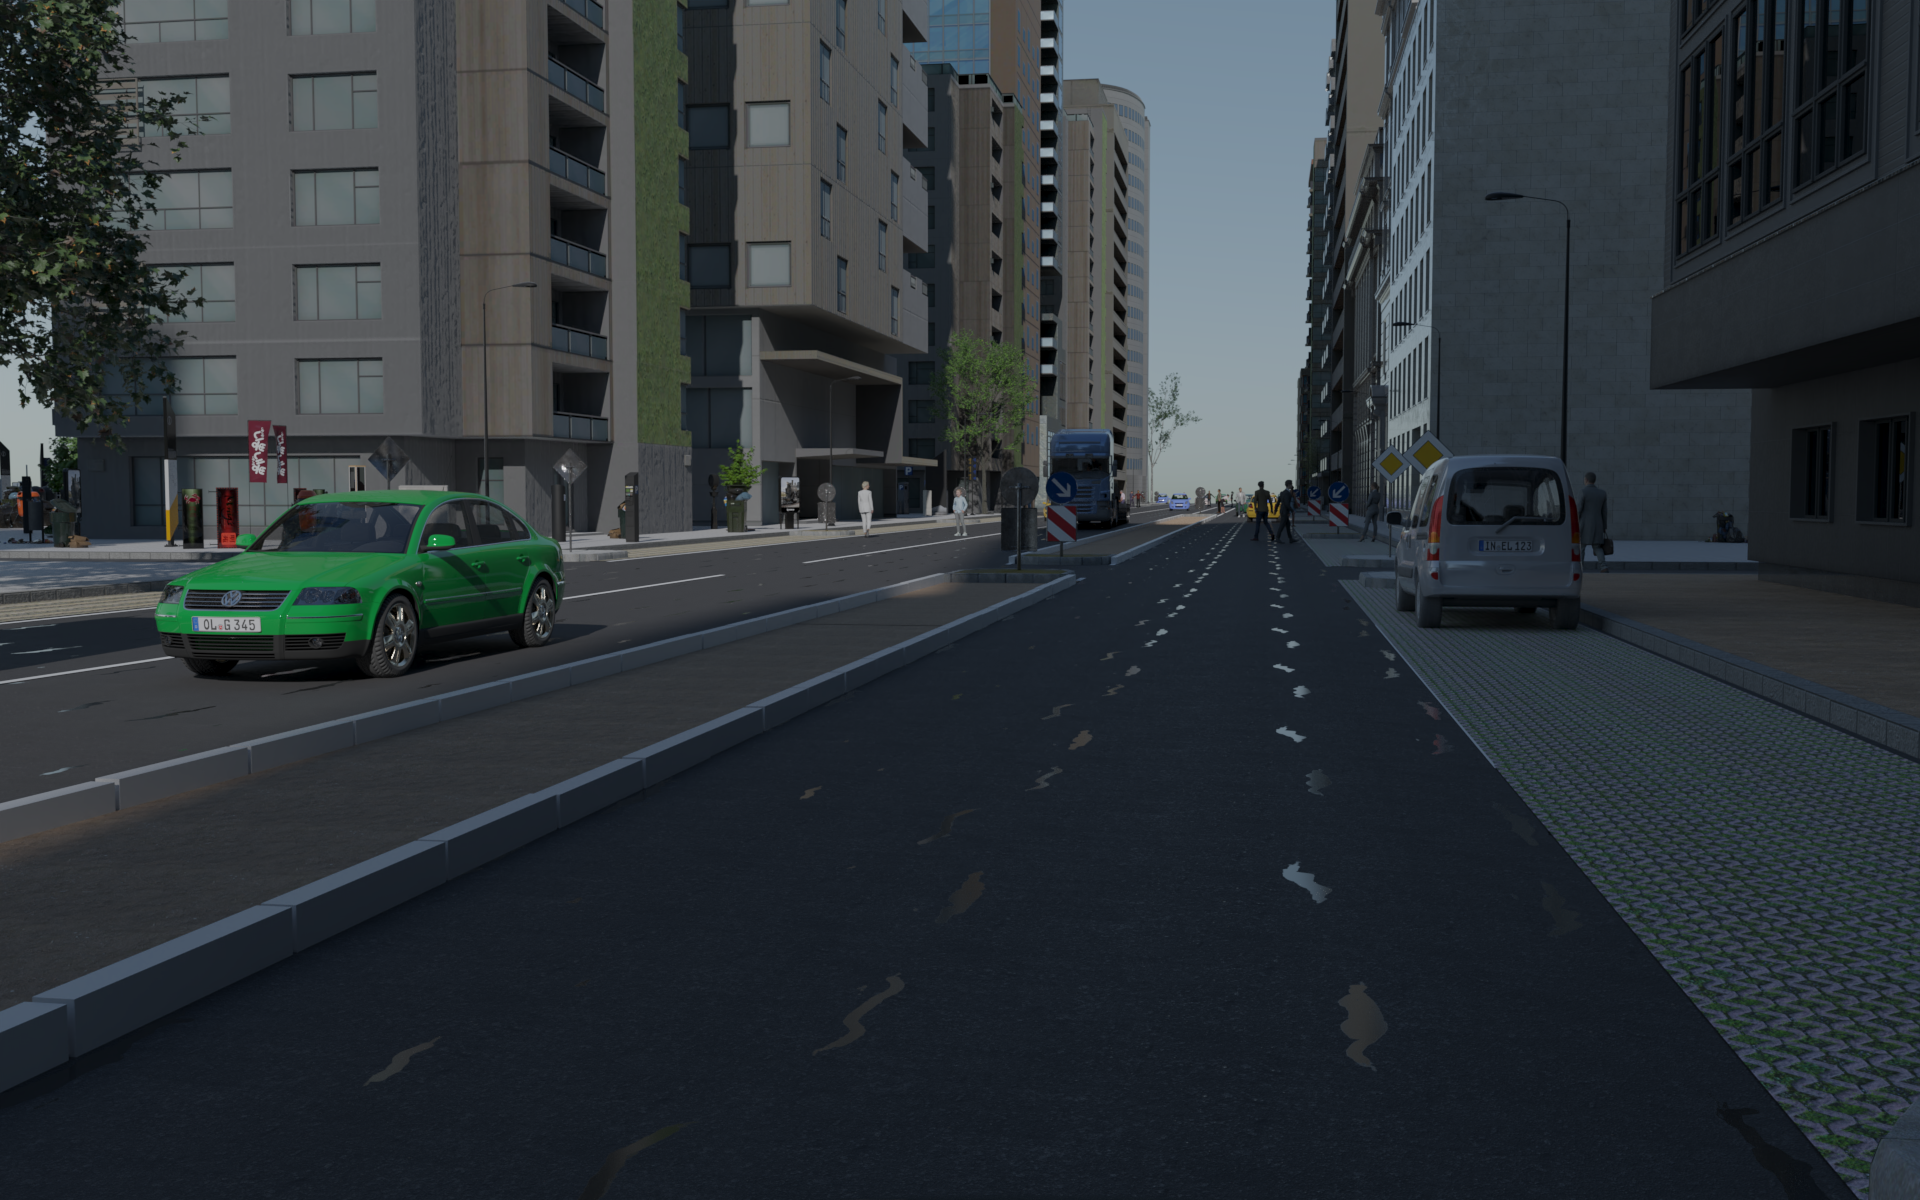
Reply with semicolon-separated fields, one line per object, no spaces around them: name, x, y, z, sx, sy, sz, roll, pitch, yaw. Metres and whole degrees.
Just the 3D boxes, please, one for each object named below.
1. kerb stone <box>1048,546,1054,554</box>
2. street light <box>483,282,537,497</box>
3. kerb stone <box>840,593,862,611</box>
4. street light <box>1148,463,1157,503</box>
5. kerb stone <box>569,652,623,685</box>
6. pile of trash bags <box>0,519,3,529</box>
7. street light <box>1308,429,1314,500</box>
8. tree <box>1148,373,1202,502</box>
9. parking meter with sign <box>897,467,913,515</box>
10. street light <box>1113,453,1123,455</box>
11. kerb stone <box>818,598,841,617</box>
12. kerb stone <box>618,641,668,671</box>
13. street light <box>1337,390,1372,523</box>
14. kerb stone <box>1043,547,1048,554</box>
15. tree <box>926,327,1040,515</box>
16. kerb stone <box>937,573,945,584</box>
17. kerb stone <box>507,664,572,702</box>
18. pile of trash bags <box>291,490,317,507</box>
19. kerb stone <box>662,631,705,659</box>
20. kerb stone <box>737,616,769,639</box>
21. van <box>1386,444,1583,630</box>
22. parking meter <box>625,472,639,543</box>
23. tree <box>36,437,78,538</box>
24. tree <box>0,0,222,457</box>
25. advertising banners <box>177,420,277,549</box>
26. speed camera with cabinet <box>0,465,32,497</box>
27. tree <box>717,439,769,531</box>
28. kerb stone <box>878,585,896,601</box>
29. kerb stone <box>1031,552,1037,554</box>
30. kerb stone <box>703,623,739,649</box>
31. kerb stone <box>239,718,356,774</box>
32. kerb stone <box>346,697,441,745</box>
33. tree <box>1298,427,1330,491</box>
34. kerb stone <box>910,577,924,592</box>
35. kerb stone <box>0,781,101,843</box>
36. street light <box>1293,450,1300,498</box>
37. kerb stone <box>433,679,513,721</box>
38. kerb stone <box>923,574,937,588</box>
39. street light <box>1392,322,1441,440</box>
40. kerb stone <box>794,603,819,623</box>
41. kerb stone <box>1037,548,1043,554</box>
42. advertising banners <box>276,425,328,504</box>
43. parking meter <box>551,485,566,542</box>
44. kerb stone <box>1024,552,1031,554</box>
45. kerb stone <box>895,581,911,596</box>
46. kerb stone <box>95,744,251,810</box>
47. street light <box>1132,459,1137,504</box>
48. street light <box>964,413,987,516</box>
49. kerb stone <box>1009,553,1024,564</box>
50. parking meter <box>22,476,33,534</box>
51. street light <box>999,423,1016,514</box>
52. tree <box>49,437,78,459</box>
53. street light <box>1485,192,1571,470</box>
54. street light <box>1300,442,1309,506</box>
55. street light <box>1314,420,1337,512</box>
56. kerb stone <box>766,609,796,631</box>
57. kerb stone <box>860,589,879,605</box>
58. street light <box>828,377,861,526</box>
kerb stone;2.044;-1.162;41.196;0.120;0.150;1.000;1;4;10
street light;-9.933;-4.012;38.129;1.470;5.913;1.316;1;4;10
kerb stone;-1.425;0.045;21.456;0.120;0.150;1.000;1;4;10
street light;28.532;-17.393;256.922;1.470;5.913;1.316;1;4;10
kerb stone;-2.857;0.540;13.362;0.120;0.150;1.000;1;4;10
pile of trash bags;-35.571;-3.368;64.821;3.447;1.369;1.912;3;5;40
street light;25.673;-9.194;122.864;1.470;5.913;1.316;1;4;10
tree;31.184;-25.246;268.662;12.611;20.169;13.585;0;3;0
parking meter with sign;-3.591;-6.909;109.229;0.543;3.016;1.738;2;4;24
street light;17.723;-13.646;195.648;1.470;5.913;1.316;1;4;10
kerb stone;-1.613;0.110;20.443;0.120;0.150;1.000;1;4;10
kerb stone;-2.677;0.478;14.378;0.120;0.150;1.000;1;4;10
street light;17.699;-6.412;77.372;1.470;5.913;1.316;1;4;10
kerb stone;1.869;-1.101;40.189;0.120;0.150;1.000;1;4;10
tree;1.412;-11.197;108.822;9.928;11.665;9.643;0;3;0
kerb stone;-0.369;-0.326;27.524;0.120;0.150;1.000;1;4;10
kerb stone;-3.038;0.602;12.355;0.120;0.150;1.000;1;4;10
pile of trash bags;-35.417;-4.973;91.062;1.912;1.369;3.447;1;4;12
kerb stone;-2.510;0.416;15.386;0.120;0.150;1.000;1;4;10
kerb stone;-2.148;0.293;17.405;0.120;0.150;1.000;1;4;10
van;5.917;-0.775;19.678;2.013;2.044;4.112;1;4;10
parking meter;-8.706;-2.462;45.968;0.255;1.863;0.399;1;4;11
tree;-26.398;-3.452;51.044;1.663;3.219;1.824;0;3;0
tree;-14.132;-6.391;21.493;9.611;12.733;9.660;0;3;0
advertising banners;-17.252;-2.721;40.681;2.074;3.025;0.090;-1;4;-23
speed camera with cabinet;-63.613;-7.495;116.879;2.038;3.252;0.660;1;4;20
tree;-7.760;-4.040;60.658;1.663;3.219;1.824;0;3;0
kerb stone;-1.070;-0.076;23.480;0.120;0.150;1.000;1;4;10
kerb stone;1.516;-0.976;38.158;0.120;0.150;1.000;1;4;10
kerb stone;-2.324;0.357;16.392;0.120;0.150;1.000;1;4;10
kerb stone;-3.577;0.788;9.313;0.120;0.150;1.000;1;4;10
kerb stone;-3.397;0.726;10.322;0.120;0.150;1.000;1;4;10
tree;39.347;-14.773;191.908;4.360;8.622;3.978;0;3;0
kerb stone;-0.719;-0.202;25.494;0.120;0.150;1.000;1;4;10
kerb stone;-3.931;0.920;7.280;0.120;0.150;1.000;1;4;10
street light;36.489;-12.942;184.137;1.470;5.913;1.316;1;4;10
kerb stone;-3.217;0.664;11.337;0.120;0.150;1.000;1;4;10
kerb stone;-0.544;-0.263;26.504;0.120;0.150;1.000;1;4;10
street light;12.340;-4.537;46.727;1.470;5.913;1.316;1;4;10
kerb stone;-1.795;0.169;19.437;0.120;0.150;1.000;1;4;10
kerb stone;1.698;-1.039;39.181;0.120;0.150;1.000;1;4;10
advertising banners;-17.040;-2.971;44.762;0.090;3.025;2.074;1;4;17
parking meter;-10.729;-2.317;46.298;0.372;1.533;0.369;0;3;0
kerb stone;1.334;-0.914;37.143;0.120;0.150;1.000;1;4;10
kerb stone;-0.895;-0.136;24.487;0.120;0.150;1.000;1;4;10
kerb stone;-3.755;0.850;8.298;0.120;0.150;1.000;1;4;10
street light;23.174;-15.519;226.277;1.470;5.913;1.316;1;4;10
street light;0.832;-7.760;99.411;1.470;5.913;1.316;1;4;10
kerb stone;1.150;-0.850;36.126;0.120;0.150;1.000;1;4;10
parking meter;-30.401;-3.103;56.448;0.255;1.863;0.399;-2;4;-24
street light;3.282;-8.631;113.650;1.470;5.913;1.316;1;4;10
tree;-36.649;-5.486;73.417;4.285;4.588;4.351;0;3;0
street light;8.764;-3.313;26.706;1.470;5.913;1.316;1;4;10
street light;31.121;-11.067;153.493;1.470;5.913;1.316;1;4;10
street light;23.020;-8.286;108.024;1.470;5.913;1.316;1;4;10
kerb stone;-1.968;0.230;18.429;0.120;0.150;1.000;1;4;10
kerb stone;-1.257;-0.017;22.474;0.120;0.150;1.000;1;4;10
street light;-4.593;-5.886;68.778;1.470;5.913;1.316;1;4;10
